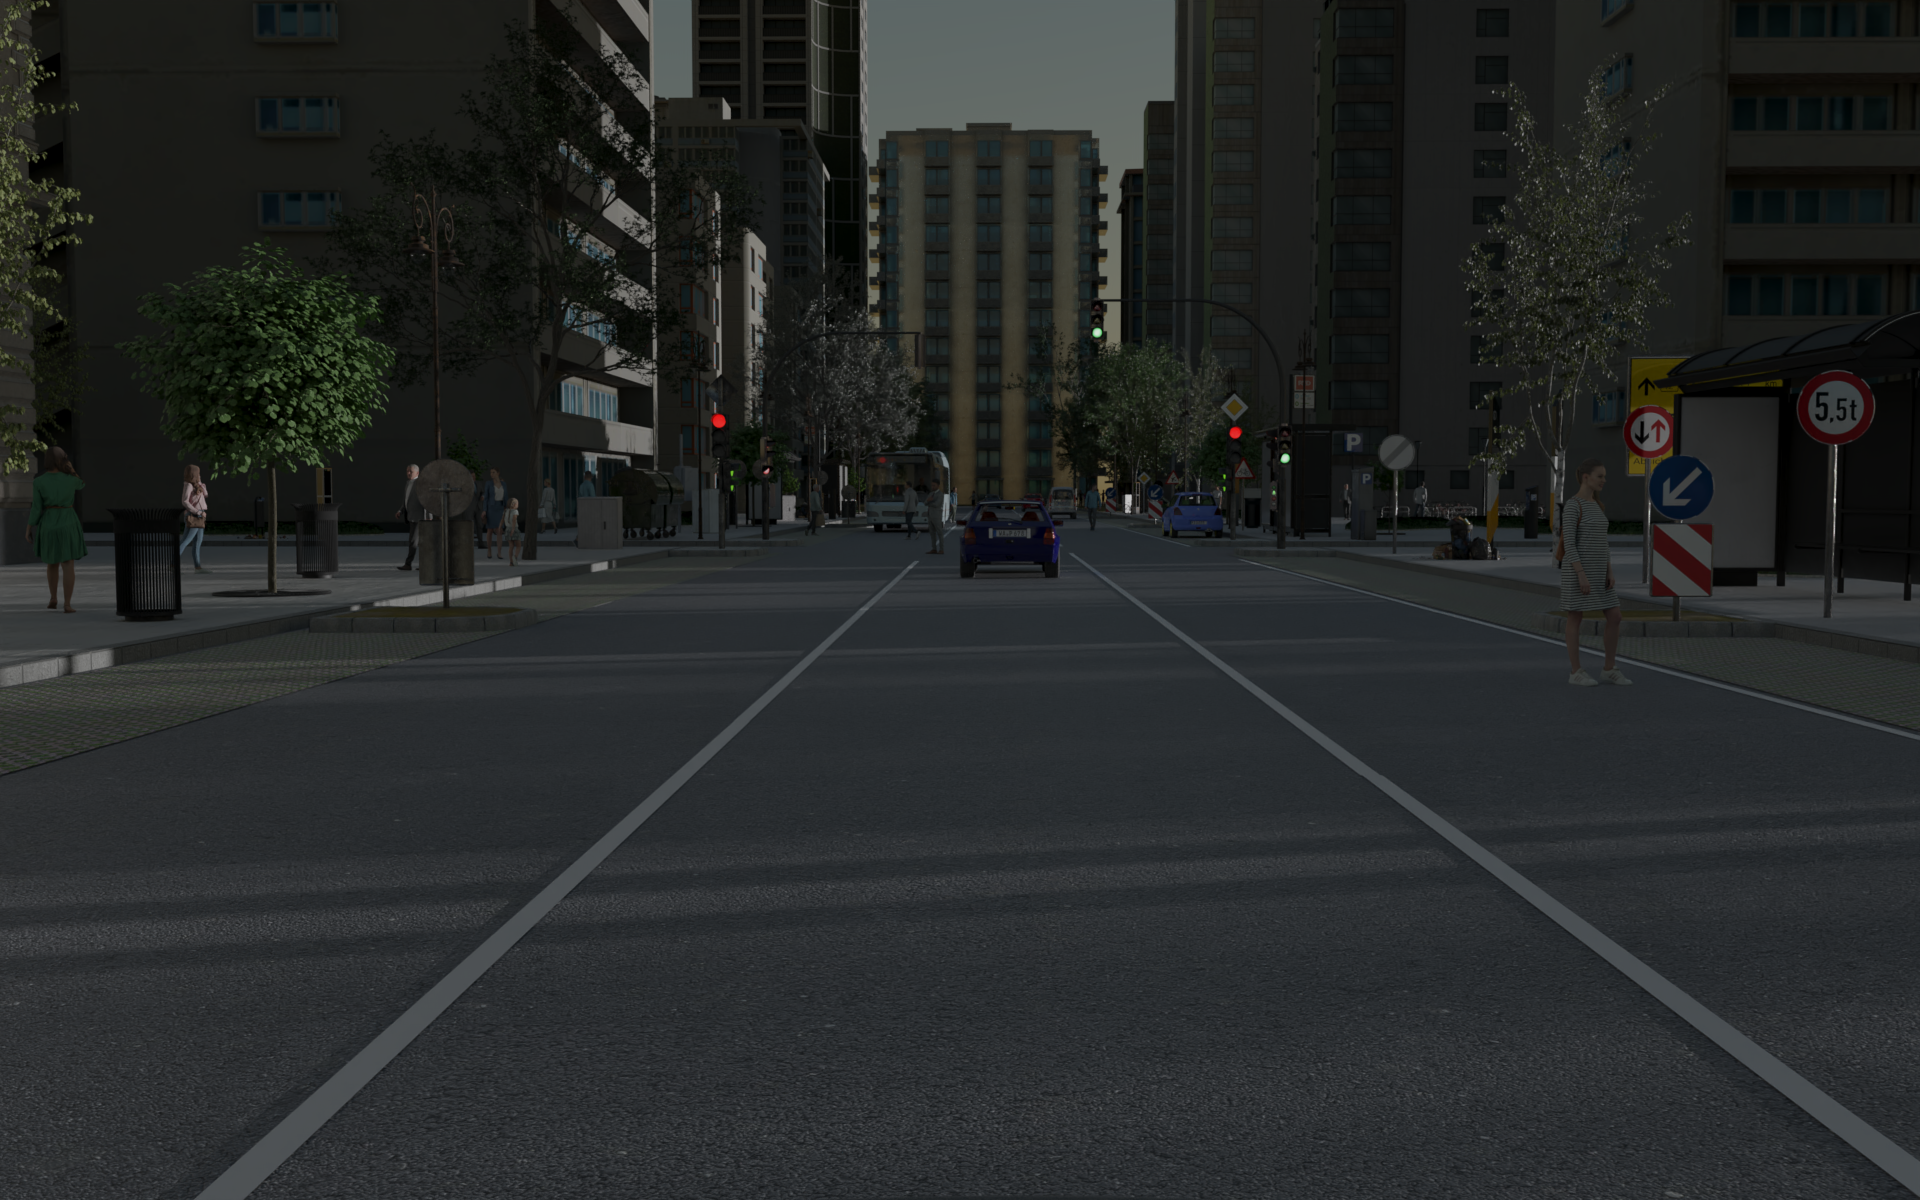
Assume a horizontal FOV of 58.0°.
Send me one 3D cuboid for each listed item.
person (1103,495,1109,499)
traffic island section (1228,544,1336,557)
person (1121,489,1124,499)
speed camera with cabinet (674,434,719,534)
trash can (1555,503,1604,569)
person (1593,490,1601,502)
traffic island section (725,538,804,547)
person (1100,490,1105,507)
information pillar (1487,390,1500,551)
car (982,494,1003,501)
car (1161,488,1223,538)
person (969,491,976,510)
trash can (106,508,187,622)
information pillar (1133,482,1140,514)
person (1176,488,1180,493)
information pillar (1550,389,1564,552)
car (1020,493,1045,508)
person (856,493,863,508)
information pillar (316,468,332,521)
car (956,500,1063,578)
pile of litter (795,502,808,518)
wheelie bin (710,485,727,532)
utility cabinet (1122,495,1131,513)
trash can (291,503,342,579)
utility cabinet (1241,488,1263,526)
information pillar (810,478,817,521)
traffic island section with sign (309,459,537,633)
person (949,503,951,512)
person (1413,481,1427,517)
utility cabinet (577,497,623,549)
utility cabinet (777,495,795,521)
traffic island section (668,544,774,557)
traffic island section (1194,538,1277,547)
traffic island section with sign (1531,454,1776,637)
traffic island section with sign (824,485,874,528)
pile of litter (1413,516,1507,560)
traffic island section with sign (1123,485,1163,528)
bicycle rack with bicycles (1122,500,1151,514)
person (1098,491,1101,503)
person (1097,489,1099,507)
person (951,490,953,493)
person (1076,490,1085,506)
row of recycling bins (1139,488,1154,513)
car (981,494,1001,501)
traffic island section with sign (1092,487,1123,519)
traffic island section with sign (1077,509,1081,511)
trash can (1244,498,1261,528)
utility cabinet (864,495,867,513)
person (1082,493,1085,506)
[{"bbox_3d":[14.477,-9.980,169.893,0.721,1.739,1.217,-2,4,-35],"label":"person"},{"bbox_3d":[7.520,-1.114,40.496,2.009,0.180,2.903,0,4,1],"label":"traffic island section"},{"bbox_3d":[15.607,-9.701,165.331,0.721,1.739,1.217,0,4,2],"label":"person"},{"bbox_3d":[-8.602,-3.826,56.890,0.660,3.252,2.038,-3,5,-43],"label":"speed camera with cabinet"},{"bbox_3d":[10.071,-1.011,28.187,0.748,1.137,0.748,0,3,0],"label":"trash can"},{"bbox_3d":[21.285,-3.190,58.105,0.656,1.842,0.836,3,5,42],"label":"person"},{"bbox_3d":[-5.478,-1.617,48.716,2.009,0.180,2.903,0,4,1],"label":"traffic island section"},{"bbox_3d":[14.718,-10.509,178.545,1.217,1.739,0.721,-3,5,-40],"label":"person"},{"bbox_3d":[12.090,-2.931,39.270,0.183,3.616,0.504,3,4,37],"label":"information pillar"},{"bbox_3d":[3.136,-9.475,166.913,2.014,1.417,4.499,0,4,2],"label":"car"},{"bbox_3d":[7.649,-2.912,57.210,1.945,1.707,3.694,0,4,0],"label":"car"},{"bbox_3d":[1.117,-8.745,152.274,0.721,1.735,1.217,-2,4,-32],"label":"person"},{"bbox_3d":[-8.241,-0.362,17.578,0.748,1.137,0.748,0,3,0],"label":"trash can"},{"bbox_3d":[11.162,-6.434,109.680,0.304,2.012,0.304,-3,4,-37],"label":"information pillar"},{"bbox_3d":[18.817,-8.794,149.833,0.705,1.824,1.348,1,4,11],"label":"person"},{"bbox_3d":[13.232,-2.877,38.399,0.183,3.616,0.504,3,4,38],"label":"information pillar"},{"bbox_3d":[5.962,-8.118,141.763,2.155,1.783,4.494,0,3,0],"label":"car"},{"bbox_3d":[-9.487,-9.255,160.619,1.065,1.426,0.557,2,4,35],"label":"person"},{"bbox_3d":[-17.925,-2.714,48.868,0.304,2.012,0.304,2,4,34],"label":"information pillar"},{"bbox_3d":[0.891,-1.128,31.017,1.945,1.354,3.894,0,4,2],"label":"car"},{"bbox_3d":[-8.147,-4.822,92.812,1.719,0.858,1.176,-2,4,-30],"label":"pile of litter"},{"bbox_3d":[-8.249,-3.116,58.862,0.693,1.594,0.980,0,4,-7],"label":"wheelie bin"},{"bbox_3d":[11.443,-6.525,117.843,0.306,1.237,1.020,3,5,43],"label":"utility cabinet"},{"bbox_3d":[-9.820,-0.905,26.452,0.748,1.137,0.748,0,3,0],"label":"trash can"},{"bbox_3d":[11.655,-3.630,68.032,1.173,1.500,0.318,0,4,7],"label":"utility cabinet"},{"bbox_3d":[-6.867,-4.672,80.881,0.304,2.012,0.304,-1,4,-14],"label":"information pillar"},{"bbox_3d":[-5.682,-0.616,18.698,1.989,1.847,2.006,0,4,1],"label":"traffic island section with sign"},{"bbox_3d":[-1.026,-7.592,135.824,0.799,1.438,0.628,-3,4,-38],"label":"person"},{"bbox_3d":[20.260,-4.308,76.327,0.795,1.843,0.661,-3,5,-43],"label":"person"},{"bbox_3d":[-8.389,-1.784,40.338,1.020,1.237,0.306,1,4,14],"label":"utility cabinet"},{"bbox_3d":[-8.319,-4.345,82.201,1.020,1.237,0.306,-3,4,-36],"label":"utility cabinet"},{"bbox_3d":[-5.619,-1.129,40.732,2.009,0.180,2.903,0,4,1],"label":"traffic island section"},{"bbox_3d":[7.662,-1.602,48.479,2.009,0.180,2.903,0,4,1],"label":"traffic island section"},{"bbox_3d":[7.133,-0.582,18.139,1.989,1.847,2.006,0,4,1],"label":"traffic island section with sign"},{"bbox_3d":[-4.710,-3.993,73.907,1.989,1.847,2.006,0,4,1],"label":"traffic island section with sign"},{"bbox_3d":[9.819,-1.228,34.046,1.719,0.858,1.176,2,4,33],"label":"pile of litter"},{"bbox_3d":[8.104,-3.965,73.462,1.989,1.847,2.006,0,4,1],"label":"traffic island section with sign"},{"bbox_3d":[12.338,-6.052,112.332,2.852,0.926,2.925,-3,4,-38],"label":"bicycle rack with bicycles"},{"bbox_3d":[15.828,-11.736,198.609,1.217,1.739,0.721,0,4,0],"label":"person"},{"bbox_3d":[13.974,-10.378,175.700,0.705,1.826,1.348,0,4,7],"label":"person"},{"bbox_3d":[-0.675,-8.992,155.527,0.705,1.824,1.348,-1,4,-12],"label":"person"},{"bbox_3d":[12.685,-10.687,181.496,1.217,1.735,0.721,-2,4,-31],"label":"person"},{"bbox_3d":[12.960,-6.927,120.368,1.069,1.692,3.534,0,4,-5],"label":"row of recycling bins"},{"bbox_3d":[3.110,-10.135,175.485,2.009,1.686,4.222,0,4,2],"label":"car"},{"bbox_3d":[8.581,-5.614,100.413,1.989,1.847,2.006,0,4,1],"label":"traffic island section with sign"},{"bbox_3d":[9.480,-8.703,150.929,1.989,1.847,2.006,0,4,1],"label":"traffic island section with sign"},{"bbox_3d":[10.998,-3.269,65.100,0.748,1.137,0.748,0,3,0],"label":"trash can"},{"bbox_3d":[-6.260,-6.553,118.305,0.306,1.237,1.020,-1,4,-19],"label":"utility cabinet"},{"bbox_3d":[13.494,-10.828,186.306,0.991,1.433,0.599,-2,4,-32],"label":"person"}]
